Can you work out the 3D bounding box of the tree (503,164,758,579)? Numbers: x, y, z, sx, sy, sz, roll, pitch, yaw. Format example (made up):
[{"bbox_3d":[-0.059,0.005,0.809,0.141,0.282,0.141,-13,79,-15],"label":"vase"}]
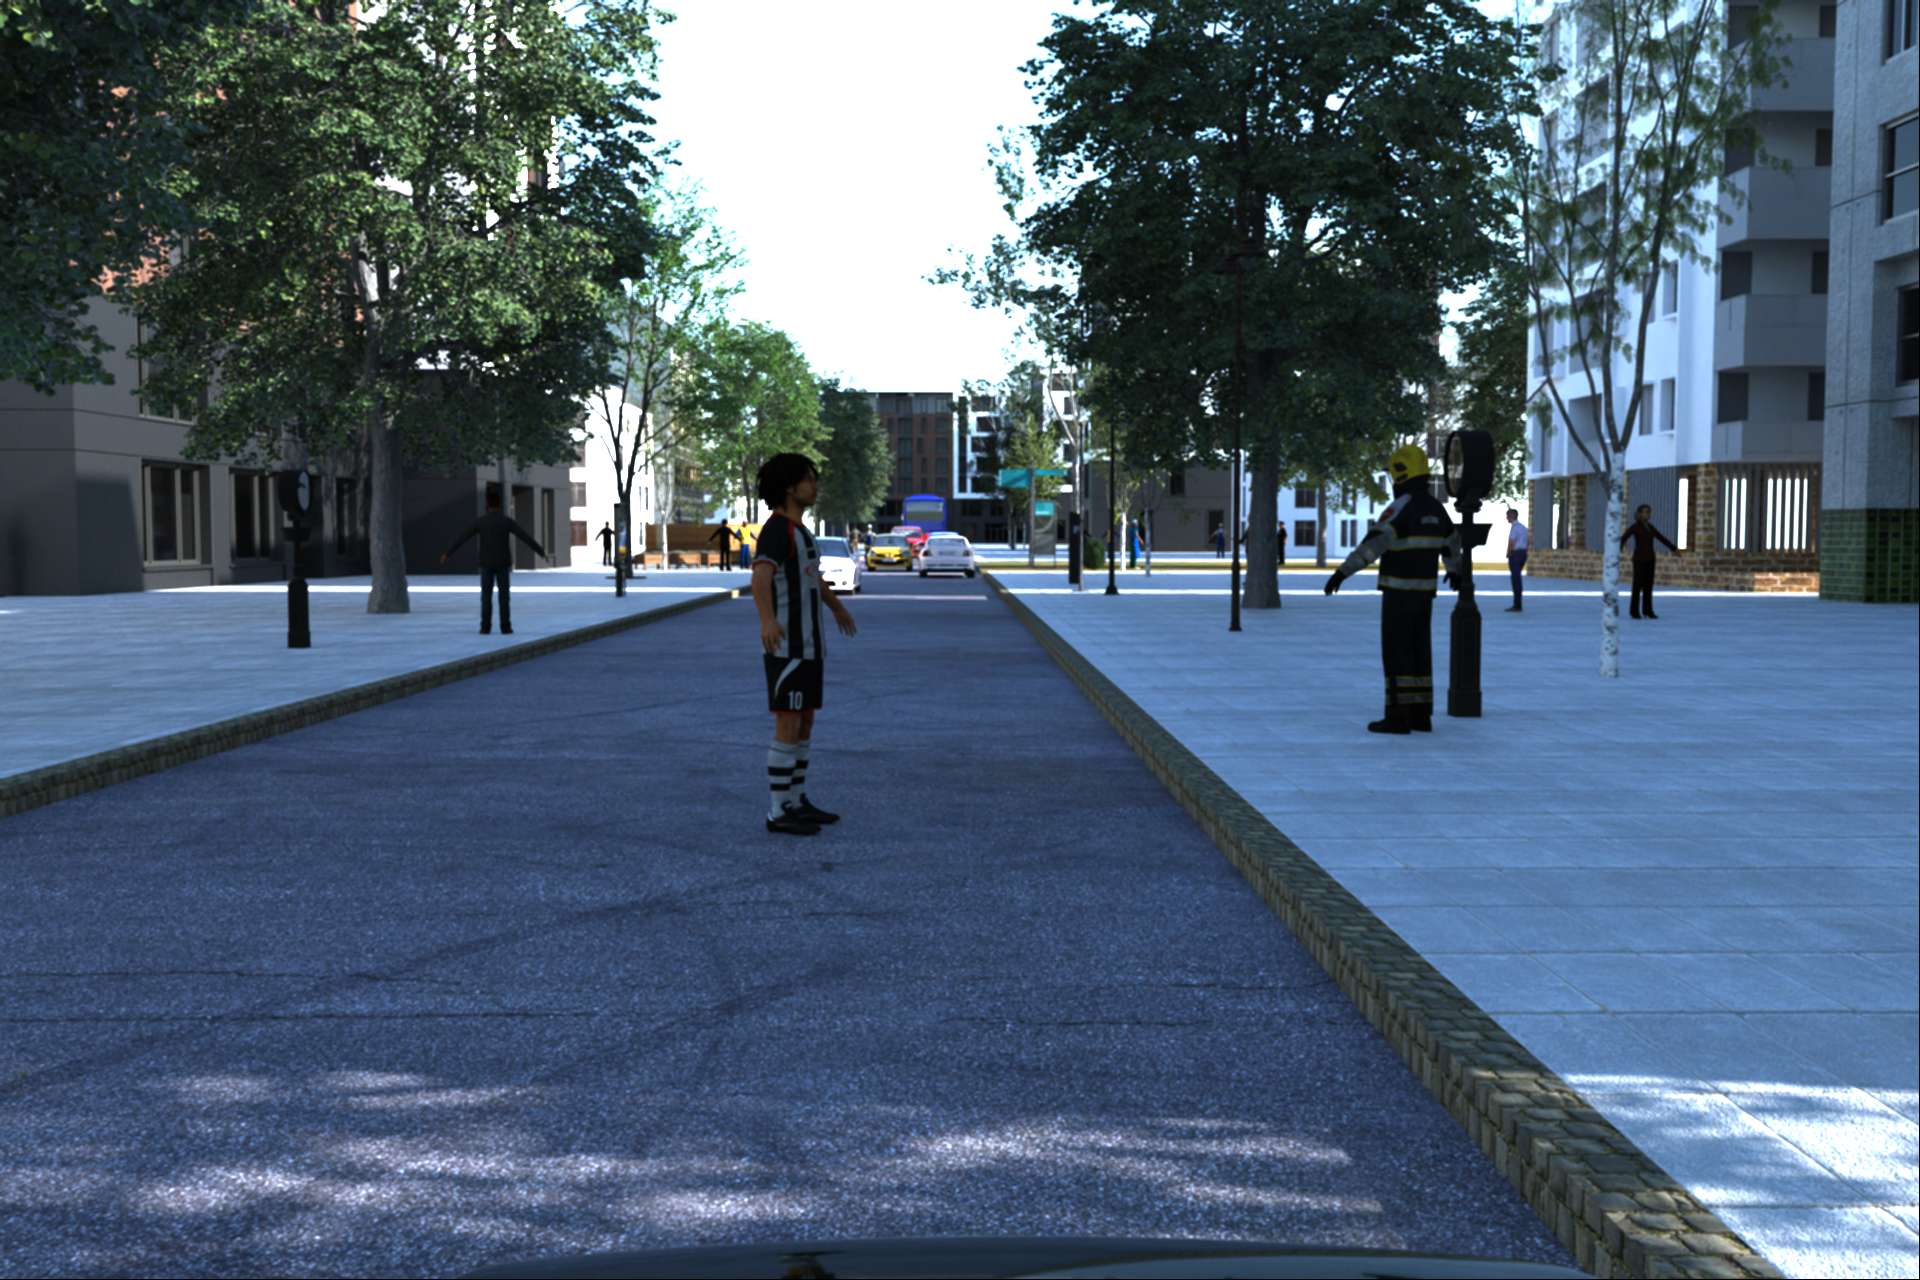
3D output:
[{"bbox_3d":[-9.604,-7.566,49.466,9.928,11.665,9.643,0,3,0],"label":"tree"}]

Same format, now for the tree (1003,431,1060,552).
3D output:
[{"bbox_3d":[4.846,-10.666,124.752,4.737,8.622,4.395,0,3,0],"label":"tree"}]

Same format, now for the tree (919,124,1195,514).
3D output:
[{"bbox_3d":[4.033,-13.836,82.106,12.611,20.169,13.585,0,3,0],"label":"tree"}]

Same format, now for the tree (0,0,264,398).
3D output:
[{"bbox_3d":[-9.445,-6.454,12.186,9.857,13.997,8.962,0,3,0],"label":"tree"}]

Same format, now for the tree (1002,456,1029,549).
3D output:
[{"bbox_3d":[5.042,-12.426,153.535,4.737,8.622,4.395,0,3,0],"label":"tree"}]

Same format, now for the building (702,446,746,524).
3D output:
[{"bbox_3d":[-26.621,-14.511,179.406,9.099,9.664,28.070,0,4,-1],"label":"building"}]

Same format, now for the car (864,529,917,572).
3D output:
[{"bbox_3d":[-2.674,-3.454,66.696,2.015,1.641,3.980,0,4,-1],"label":"car"}]

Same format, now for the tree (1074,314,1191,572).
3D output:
[{"bbox_3d":[5.740,-6.626,58.692,4.737,8.622,4.395,0,3,0],"label":"tree"}]

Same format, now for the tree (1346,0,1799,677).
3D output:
[{"bbox_3d":[5.864,-3.960,15.108,4.360,8.622,3.978,0,3,0],"label":"tree"}]

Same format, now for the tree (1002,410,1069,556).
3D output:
[{"bbox_3d":[4.593,-9.258,101.726,4.737,8.622,4.395,0,3,0],"label":"tree"}]

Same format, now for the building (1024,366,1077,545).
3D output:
[{"bbox_3d":[22.222,-23.405,226.646,27.936,21.610,32.646,0,4,-1],"label":"building"}]

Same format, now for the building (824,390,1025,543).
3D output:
[{"bbox_3d":[-3.395,-25.117,257.098,32.646,21.610,27.936,0,4,-1],"label":"building"}]

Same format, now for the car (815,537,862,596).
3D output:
[{"bbox_3d":[-3.391,-1.807,41.900,2.083,1.381,4.827,0,4,0],"label":"car"}]

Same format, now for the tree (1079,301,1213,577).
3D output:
[{"bbox_3d":[5.695,-6.216,51.996,4.360,8.622,3.978,0,3,0],"label":"tree"}]

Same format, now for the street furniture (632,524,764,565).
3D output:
[{"bbox_3d":[-10.336,-4.132,74.411,11.010,1.723,9.812,2,4,35],"label":"street furniture"}]

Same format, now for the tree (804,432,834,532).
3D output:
[{"bbox_3d":[-9.989,-10.270,118.279,4.360,8.622,3.978,0,3,0],"label":"tree"}]

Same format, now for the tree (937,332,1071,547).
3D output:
[{"bbox_3d":[4.158,-18.885,164.664,12.611,20.169,13.585,0,3,0],"label":"tree"}]

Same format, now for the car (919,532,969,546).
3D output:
[{"bbox_3d":[-0.617,-3.463,66.214,1.945,1.707,3.694,0,4,-1],"label":"car"}]

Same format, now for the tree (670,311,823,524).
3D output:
[{"bbox_3d":[-9.909,-9.459,80.407,9.928,11.665,9.643,0,3,0],"label":"tree"}]

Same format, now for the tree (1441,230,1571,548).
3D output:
[{"bbox_3d":[22.985,-9.709,65.399,9.857,13.997,8.962,0,3,0],"label":"tree"}]

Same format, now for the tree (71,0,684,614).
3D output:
[{"bbox_3d":[-9.215,-7.413,27.860,9.857,13.997,8.962,0,3,0],"label":"tree"}]

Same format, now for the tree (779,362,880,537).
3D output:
[{"bbox_3d":[-10.746,-13.581,128.710,9.857,13.997,8.962,0,3,0],"label":"tree"}]

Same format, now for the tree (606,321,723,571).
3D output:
[{"bbox_3d":[-10.232,-6.688,59.705,4.360,8.622,3.978,0,3,0],"label":"tree"}]

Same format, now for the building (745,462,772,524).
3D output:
[{"bbox_3d":[-26.713,-16.321,208.987,9.099,9.664,28.070,0,3,0],"label":"building"}]

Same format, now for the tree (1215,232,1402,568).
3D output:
[{"bbox_3d":[13.457,-9.040,65.929,7.486,12.596,7.792,0,3,0],"label":"tree"}]

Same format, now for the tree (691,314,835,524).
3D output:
[{"bbox_3d":[-10.238,-10.504,89.874,7.486,12.596,7.792,0,3,0],"label":"tree"}]

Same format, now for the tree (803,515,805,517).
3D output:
[{"bbox_3d":[-23.126,-18.462,252.219,4.360,8.622,3.978,0,3,0],"label":"tree"}]

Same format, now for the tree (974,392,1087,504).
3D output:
[{"bbox_3d":[4.557,-11.015,114.505,8.767,10.594,7.601,2,4,28],"label":"tree"}]

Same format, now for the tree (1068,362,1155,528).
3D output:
[{"bbox_3d":[6.290,-7.413,71.571,4.360,8.622,3.978,0,3,0],"label":"tree"}]

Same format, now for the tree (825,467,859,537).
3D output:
[{"bbox_3d":[-10.698,-11.755,142.555,4.360,8.622,3.978,0,3,0],"label":"tree"}]

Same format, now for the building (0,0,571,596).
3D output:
[{"bbox_3d":[-28.964,-12.673,51.177,27.936,21.610,32.646,0,4,-1],"label":"building"}]

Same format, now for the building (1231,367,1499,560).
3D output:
[{"bbox_3d":[22.440,-9.687,100.536,9.099,9.664,28.070,0,4,0],"label":"building"}]

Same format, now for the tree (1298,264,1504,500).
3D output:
[{"bbox_3d":[19.626,-10.227,77.574,12.009,13.543,11.850,0,3,0],"label":"tree"}]

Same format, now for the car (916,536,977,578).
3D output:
[{"bbox_3d":[-0.461,-2.823,58.516,2.083,1.381,4.827,0,4,-1],"label":"car"}]

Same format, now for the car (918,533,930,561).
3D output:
[{"bbox_3d":[-1.396,-5.219,94.367,2.155,1.783,4.494,0,4,0],"label":"car"}]

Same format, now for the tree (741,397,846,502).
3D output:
[{"bbox_3d":[-10.609,-10.670,108.866,7.601,10.594,8.767,1,4,14],"label":"tree"}]

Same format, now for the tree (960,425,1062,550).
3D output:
[{"bbox_3d":[4.312,-12.670,141.569,8.767,10.594,7.601,0,4,-4],"label":"tree"}]

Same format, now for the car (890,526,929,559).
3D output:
[{"bbox_3d":[-2.695,-4.790,86.990,2.281,1.827,5.304,0,3,0],"label":"car"}]

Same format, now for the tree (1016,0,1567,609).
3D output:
[{"bbox_3d":[5.197,-7.532,29.799,9.857,13.997,8.962,0,3,0],"label":"tree"}]

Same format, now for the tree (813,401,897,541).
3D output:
[{"bbox_3d":[-10.544,-15.475,159.673,9.857,13.997,8.962,0,3,0],"label":"tree"}]
